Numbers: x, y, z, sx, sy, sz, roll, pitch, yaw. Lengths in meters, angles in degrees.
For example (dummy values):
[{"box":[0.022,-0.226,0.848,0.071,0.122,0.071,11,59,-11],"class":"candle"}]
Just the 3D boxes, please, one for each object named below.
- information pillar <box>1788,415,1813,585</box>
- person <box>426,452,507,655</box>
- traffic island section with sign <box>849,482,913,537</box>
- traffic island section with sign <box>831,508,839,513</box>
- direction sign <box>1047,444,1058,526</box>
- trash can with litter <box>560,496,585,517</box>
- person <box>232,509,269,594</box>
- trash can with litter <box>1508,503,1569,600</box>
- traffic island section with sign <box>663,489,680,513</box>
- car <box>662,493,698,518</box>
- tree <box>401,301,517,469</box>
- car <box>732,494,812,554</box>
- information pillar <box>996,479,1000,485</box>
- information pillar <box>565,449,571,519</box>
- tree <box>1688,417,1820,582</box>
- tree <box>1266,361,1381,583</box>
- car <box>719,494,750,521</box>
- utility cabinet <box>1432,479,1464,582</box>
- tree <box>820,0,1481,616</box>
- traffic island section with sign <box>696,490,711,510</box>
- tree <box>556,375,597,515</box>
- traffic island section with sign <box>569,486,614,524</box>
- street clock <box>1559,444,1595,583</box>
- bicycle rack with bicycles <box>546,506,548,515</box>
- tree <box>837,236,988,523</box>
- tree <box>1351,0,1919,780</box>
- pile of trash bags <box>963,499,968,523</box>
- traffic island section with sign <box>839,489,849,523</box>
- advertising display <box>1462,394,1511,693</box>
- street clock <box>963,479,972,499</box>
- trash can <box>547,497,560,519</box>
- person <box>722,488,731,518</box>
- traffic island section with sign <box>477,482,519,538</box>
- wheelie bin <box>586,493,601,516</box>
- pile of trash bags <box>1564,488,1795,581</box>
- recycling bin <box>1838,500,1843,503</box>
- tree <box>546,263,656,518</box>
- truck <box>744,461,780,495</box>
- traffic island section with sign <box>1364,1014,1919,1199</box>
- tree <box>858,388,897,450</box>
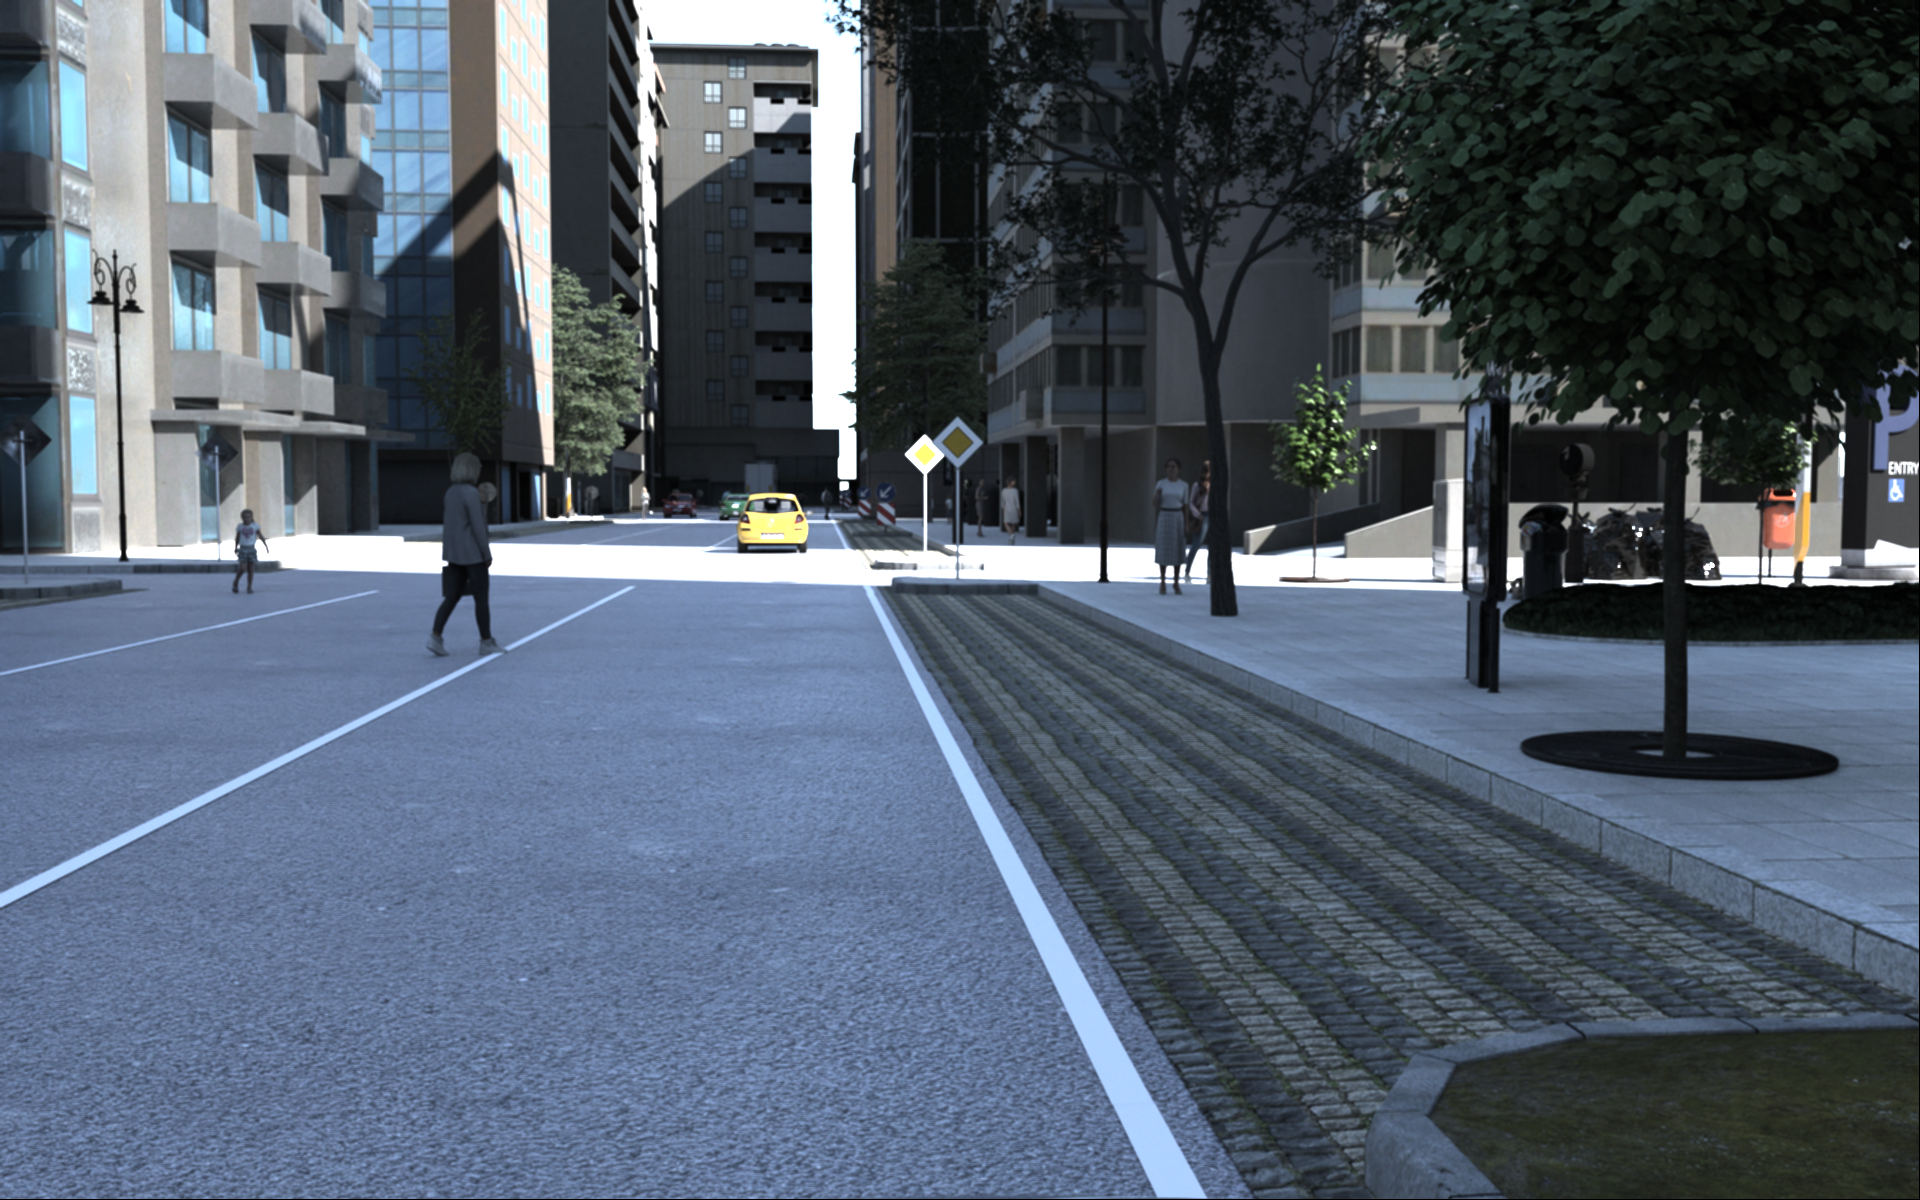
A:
[{"box":[11.469,-1.969,23.547,0.183,3.616,0.504,1,4,13],"class":"information pillar"},{"box":[-4.455,-0.413,15.443,0.728,1.800,0.709,-3,5,-44],"class":"person"},{"box":[-2.636,-3.041,58.348,1.989,1.847,2.006,0,4,-5],"class":"traffic island section with sign"},{"box":[-8.893,-7.745,135.251,1.989,1.847,2.006,0,4,-5],"class":"traffic island section with sign"},{"box":[3.699,-4.747,69.606,0.876,3.537,0.379,0,4,0],"class":"direction sign"},{"box":[-22.451,-5.304,97.786,2.233,1.210,1.678,2,4,27],"class":"trash can with litter"},{"box":[-10.257,-0.704,25.030,0.505,1.210,0.382,-2,4,-26],"class":"person"},{"box":[6.854,-0.573,20.753,0.624,1.170,1.055,0,4,-3],"class":"trash can with litter"},{"box":[-21.982,-7.687,134.312,1.989,1.847,2.006,0,4,-5],"class":"traffic island section with sign"},{"box":[-17.053,-5.907,105.615,2.155,1.783,4.494,0,4,-5],"class":"car"},{"box":[-19.364,-7.140,67.096,4.737,8.622,4.395,0,3,0],"class":"tree"},{"box":[-4.685,-2.020,43.249,2.015,1.641,3.980,0,4,-6],"class":"car"},{"box":[1.947,-4.896,84.533,0.304,2.012,0.304,3,5,39],"class":"information pillar"},{"box":[-20.144,-5.970,88.961,0.183,3.616,0.504,-2,4,-29],"class":"information pillar"},{"box":[10.035,-1.642,21.442,1.663,3.219,1.824,0,3,0],"class":"tree"},{"box":[5.323,-1.878,25.299,1.663,3.219,1.824,0,3,0],"class":"tree"},{"box":[-11.945,-4.994,93.446,2.131,1.459,4.920,0,4,-3],"class":"car"},{"box":[7.132,-1.015,25.281,0.318,1.500,1.173,0,4,6],"class":"utility cabinet"},{"box":[2.782,-5.132,18.315,8.767,10.594,7.601,0,4,-5],"class":"tree"},{"box":[-24.177,-9.335,161.254,1.989,1.847,2.006,0,4,-5],"class":"traffic island section with sign"},{"box":[-23.144,-9.395,103.966,4.737,8.622,4.395,0,3,0],"class":"tree"},{"box":[-17.901,-4.623,84.208,1.989,1.847,2.006,0,4,-5],"class":"traffic island section with sign"},{"box":[8.867,-1.247,24.952,0.358,2.002,0.471,-2,4,-26],"class":"street clock"},{"box":[-26.003,-5.427,102.118,2.925,0.926,2.852,0,4,4],"class":"bicycle rack with bicycles"},{"box":[-1.616,-9.731,77.230,7.486,12.596,7.792,0,3,0],"class":"tree"},{"box":[3.570,-1.507,8.356,4.285,4.588,4.351,0,3,0],"class":"tree"},{"box":[0.939,-4.211,78.610,1.912,1.369,3.447,1,4,15],"class":"pile of trash bags"},{"box":[-4.849,-4.703,85.530,1.989,1.847,2.006,0,4,-5],"class":"traffic island section with sign"},{"box":[3.503,-0.389,11.572,0.123,1.923,0.974,0,4,7],"class":"advertising display"},{"box":[0.390,-4.946,85.442,0.358,2.002,0.471,-2,4,-32],"class":"street clock"},{"box":[-21.056,-4.778,89.776,0.748,1.137,0.748,0,3,0],"class":"trash can"},{"box":[-13.882,-5.775,102.943,0.660,1.820,0.620,1,4,19],"class":"person"},{"box":[-15.694,-2.977,57.299,1.989,1.847,2.006,0,4,-5],"class":"traffic island section with sign"},{"box":[-21.704,-5.785,102.496,0.980,1.594,0.693,3,4,38],"class":"wheelie bin"},{"box":[10.983,-1.016,26.358,3.447,1.369,1.912,0,4,4],"class":"pile of trash bags"},{"box":[40.281,-4.048,78.746,0.722,1.027,0.722,2,4,29],"class":"recycling bin"},{"box":[-21.456,-11.492,94.556,9.857,13.997,8.962,0,3,0],"class":"tree"},{"box":[-17.349,-9.971,151.944,2.839,4.237,11.283,0,4,-4],"class":"truck"},{"box":[1.862,0.333,3.188,1.989,1.847,2.006,0,4,-5],"class":"traffic island section with sign"},{"box":[-4.741,-9.923,112.599,4.360,8.622,3.978,0,3,0],"class":"tree"}]
